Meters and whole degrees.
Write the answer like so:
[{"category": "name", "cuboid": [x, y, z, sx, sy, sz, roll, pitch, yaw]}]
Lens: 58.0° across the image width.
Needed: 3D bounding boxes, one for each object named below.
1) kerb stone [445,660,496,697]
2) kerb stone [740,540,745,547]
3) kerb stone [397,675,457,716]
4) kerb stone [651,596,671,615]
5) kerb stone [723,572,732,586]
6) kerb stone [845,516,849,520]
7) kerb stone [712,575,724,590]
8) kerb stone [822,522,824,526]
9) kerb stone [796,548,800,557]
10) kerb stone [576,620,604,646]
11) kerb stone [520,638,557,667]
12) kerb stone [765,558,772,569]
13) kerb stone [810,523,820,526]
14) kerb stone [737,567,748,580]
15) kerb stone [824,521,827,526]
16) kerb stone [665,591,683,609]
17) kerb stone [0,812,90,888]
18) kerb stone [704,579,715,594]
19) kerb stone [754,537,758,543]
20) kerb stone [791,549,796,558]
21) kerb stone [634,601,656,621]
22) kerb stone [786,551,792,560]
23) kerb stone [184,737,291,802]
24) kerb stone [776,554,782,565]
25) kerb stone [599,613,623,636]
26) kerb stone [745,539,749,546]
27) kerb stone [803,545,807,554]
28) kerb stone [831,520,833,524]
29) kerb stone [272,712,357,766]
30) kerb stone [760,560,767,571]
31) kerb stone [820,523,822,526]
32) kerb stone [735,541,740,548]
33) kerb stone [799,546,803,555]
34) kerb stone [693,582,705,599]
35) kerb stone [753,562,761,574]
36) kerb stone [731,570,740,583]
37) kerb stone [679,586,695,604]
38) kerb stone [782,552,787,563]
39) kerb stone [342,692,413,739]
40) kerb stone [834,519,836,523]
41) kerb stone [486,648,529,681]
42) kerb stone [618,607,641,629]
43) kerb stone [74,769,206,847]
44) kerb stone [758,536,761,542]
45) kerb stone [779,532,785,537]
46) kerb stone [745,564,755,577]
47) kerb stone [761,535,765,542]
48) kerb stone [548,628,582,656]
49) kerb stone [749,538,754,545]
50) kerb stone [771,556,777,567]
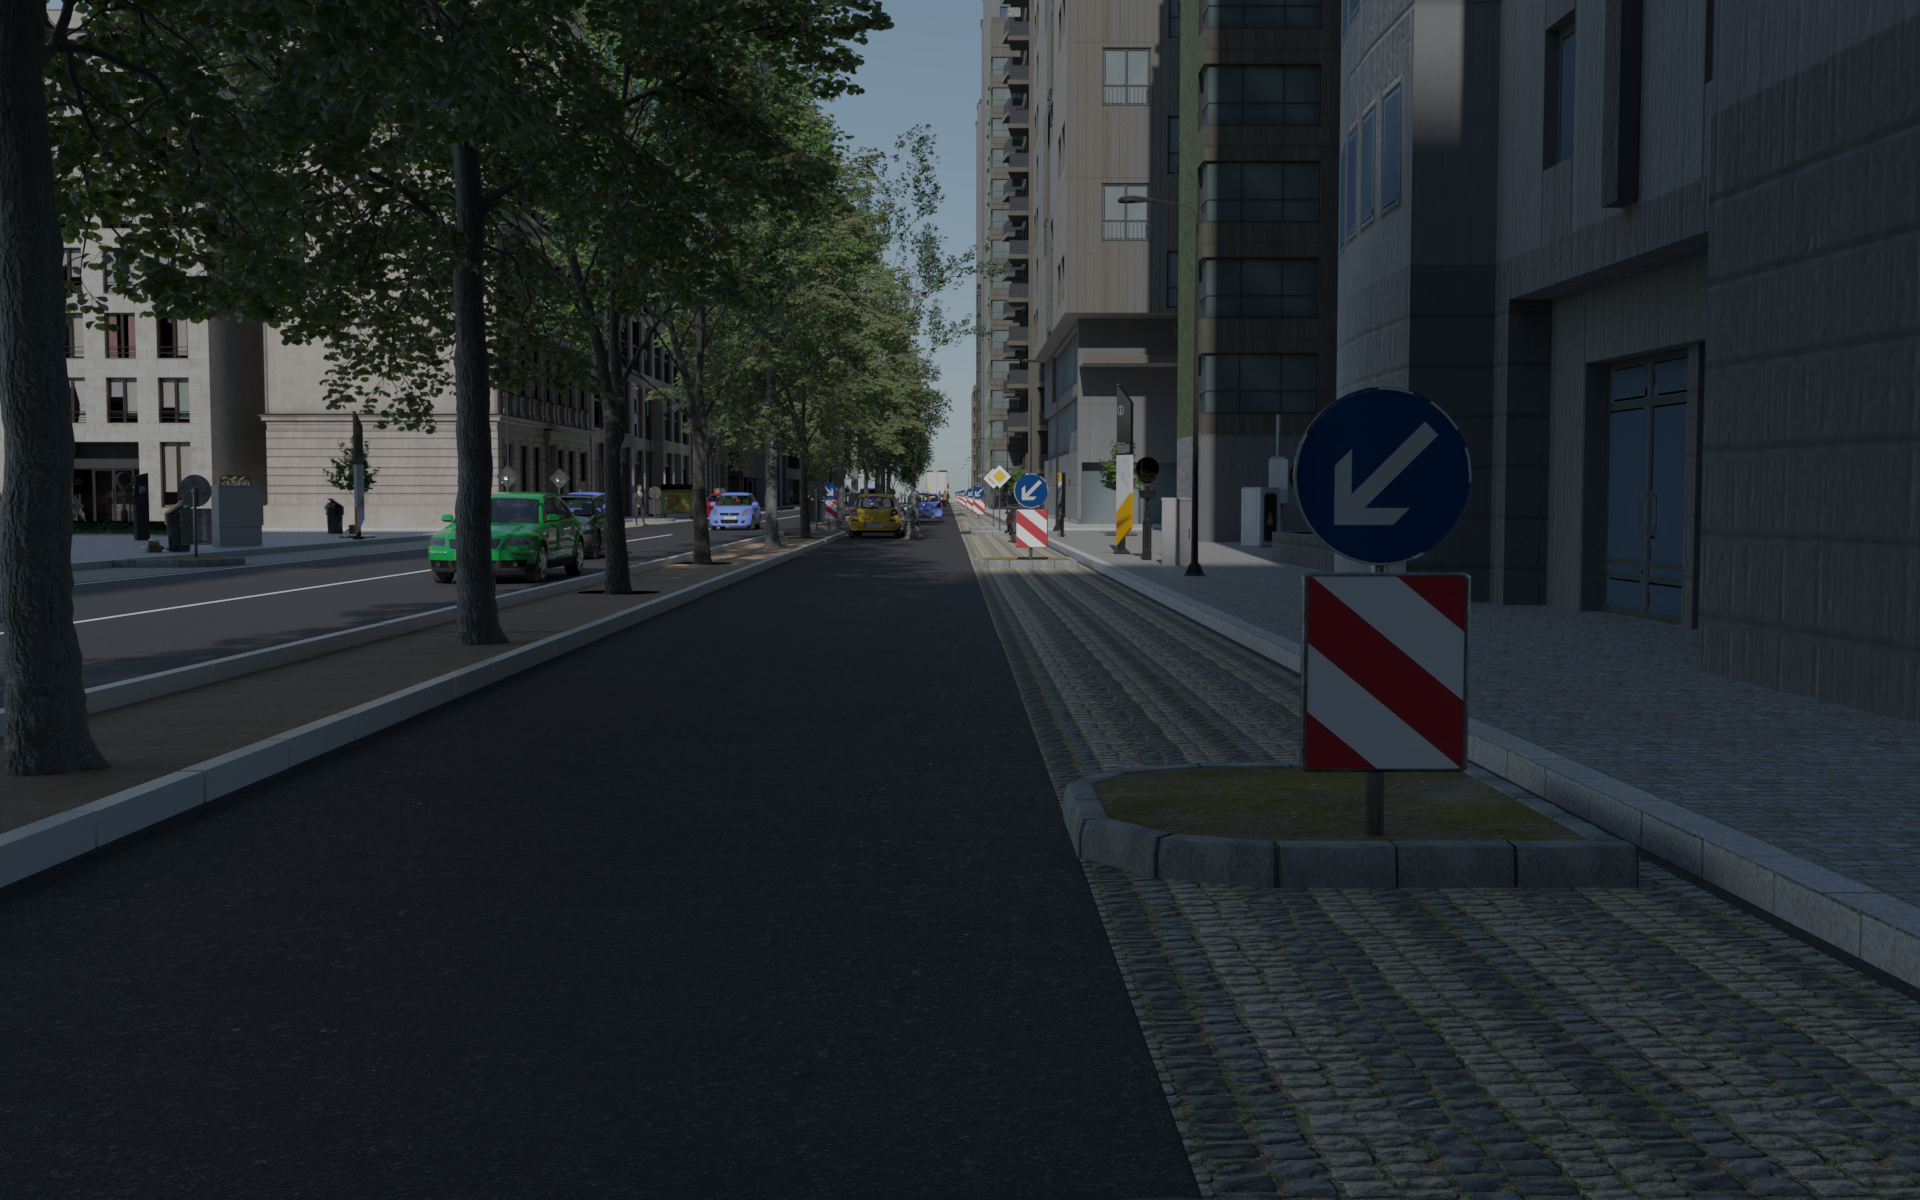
[{"category": "kerb stone", "cuboid": [-3.605, 0.584, 12.663, 0.120, 0.150, 1.000, 0, 4, 0]}, {"category": "kerb stone", "cuboid": [-5.953, -1.480, 46.429, 0.120, 0.150, 1.000, 0, 4, 0]}, {"category": "kerb stone", "cuboid": [-3.598, 0.646, 11.634, 0.120, 0.150, 1.000, 0, 4, 0]}, {"category": "kerb stone", "cuboid": [-3.658, 0.081, 20.874, 0.120, 0.150, 1.000, 0, 4, 0]}, {"category": "kerb stone", "cuboid": [-3.712, -0.295, 27.012, 0.120, 0.150, 1.000, 0, 4, 0]}, {"category": "kerb stone", "cuboid": [-6.339, -4.714, 99.267, 0.120, 0.150, 1.000, 0, 4, 0]}, {"category": "kerb stone", "cuboid": [-3.698, -0.232, 25.990, 0.120, 0.150, 1.000, 0, 4, 0]}, {"category": "kerb stone", "cuboid": [-6.168, -3.271, 75.671, 0.120, 0.150, 1.000, 0, 4, 0]}, {"category": "kerb stone", "cuboid": [-3.801, -1.040, 39.319, 0.120, 0.150, 1.000, 0, 4, 0]}, {"category": "kerb stone", "cuboid": [-3.629, 0.332, 16.765, 0.120, 0.150, 1.000, 0, 4, 0]}, {"category": "kerb stone", "cuboid": [-3.622, 0.457, 14.716, 0.120, 0.150, 1.000, 0, 4, 0]}, {"category": "kerb stone", "cuboid": [-3.752, -0.668, 33.155, 0.120, 0.150, 1.000, 0, 4, 0]}, {"category": "kerb stone", "cuboid": [-6.157, -3.145, 73.624, 0.120, 0.150, 1.000, 0, 4, 0]}, {"category": "kerb stone", "cuboid": [-3.723, -0.420, 29.062, 0.120, 0.150, 1.000, 0, 4, 0]}, {"category": "kerb stone", "cuboid": [-6.185, -3.397, 77.729, 0.120, 0.150, 1.000, 0, 4, 0]}, {"category": "kerb stone", "cuboid": [-3.670, 0.018, 21.896, 0.120, 0.150, 1.000, 0, 4, 0]}, {"category": "kerb stone", "cuboid": [-3.555, 0.960, 6.501, 0.120, 0.150, 1.000, 0, 4, 0]}, {"category": "kerb stone", "cuboid": [-3.699, -0.169, 24.965, 0.120, 0.150, 1.000, 0, 4, 0]}, {"category": "kerb stone", "cuboid": [-5.976, -1.671, 49.510, 0.120, 0.150, 1.000, 0, 4, 0]}, {"category": "kerb stone", "cuboid": [-3.786, -0.984, 38.291, 0.120, 0.150, 1.000, 0, 4, 0]}, {"category": "kerb stone", "cuboid": [-3.655, 0.144, 19.845, 0.120, 0.150, 1.000, 0, 4, 0]}, {"category": "kerb stone", "cuboid": [-3.781, -0.917, 37.264, 0.120, 0.150, 1.000, 0, 4, 0]}, {"category": "kerb stone", "cuboid": [-3.568, 0.834, 8.552, 0.120, 0.150, 1.000, 0, 4, 0]}, {"category": "kerb stone", "cuboid": [-3.770, -0.796, 35.203, 0.120, 0.150, 1.000, 0, 4, 0]}, {"category": "kerb stone", "cuboid": [-3.644, 0.273, 17.790, 0.120, 0.150, 1.000, 0, 4, 0]}, {"category": "kerb stone", "cuboid": [-5.967, -1.545, 47.456, 0.120, 0.150, 1.000, 0, 4, 0]}, {"category": "kerb stone", "cuboid": [-3.814, -1.172, 41.363, 0.120, 0.150, 1.000, 0, 4, 0]}, {"category": "kerb stone", "cuboid": [-6.214, -3.642, 81.848, 0.120, 0.150, 1.000, 0, 4, 0]}, {"category": "kerb stone", "cuboid": [-3.580, 0.772, 9.580, 0.120, 0.150, 1.000, 0, 4, 0]}, {"category": "kerb stone", "cuboid": [-3.741, -0.605, 32.132, 0.120, 0.150, 1.000, 0, 4, 0]}, {"category": "kerb stone", "cuboid": [-6.164, -3.208, 74.649, 0.120, 0.150, 1.000, 0, 4, 0]}, {"category": "kerb stone", "cuboid": [-5.945, -1.417, 45.407, 0.120, 0.150, 1.000, 0, 4, 0]}, {"category": "kerb stone", "cuboid": [-3.810, -1.110, 40.341, 0.120, 0.150, 1.000, 0, 4, 0]}, {"category": "kerb stone", "cuboid": [-3.685, -0.107, 23.942, 0.120, 0.150, 1.000, 0, 4, 0]}, {"category": "kerb stone", "cuboid": [-3.743, -0.545, 31.110, 0.120, 0.150, 1.000, 0, 4, 0]}, {"category": "kerb stone", "cuboid": [-3.721, -0.354, 28.035, 0.120, 0.150, 1.000, 0, 4, 0]}, {"category": "kerb stone", "cuboid": [-3.676, -0.044, 22.919, 0.120, 0.150, 1.000, 0, 4, 0]}, {"category": "kerb stone", "cuboid": [-3.773, -0.859, 36.235, 0.120, 0.150, 1.000, 0, 4, 0]}, {"category": "kerb stone", "cuboid": [-3.586, 0.708, 10.612, 0.120, 0.150, 1.000, 0, 4, 0]}, {"category": "kerb stone", "cuboid": [-6.228, -3.767, 83.900, 0.120, 0.150, 1.000, 0, 4, 0]}, {"category": "kerb stone", "cuboid": [-3.613, 0.520, 13.693, 0.120, 0.150, 1.000, 0, 4, 0]}, {"category": "kerb stone", "cuboid": [-3.646, 0.207, 18.812, 0.120, 0.150, 1.000, 0, 4, 0]}, {"category": "kerb stone", "cuboid": [-3.565, 0.900, 7.530, 0.120, 0.150, 1.000, 0, 4, 0]}, {"category": "kerb stone", "cuboid": [-5.988, -1.734, 50.542, 0.120, 0.150, 1.000, 0, 4, 0]}, {"category": "kerb stone", "cuboid": [-6.045, -2.236, 58.752, 0.120, 0.150, 1.000, 0, 4, 0]}, {"category": "kerb stone", "cuboid": [-3.729, -0.482, 30.084, 0.120, 0.150, 1.000, 0, 4, 0]}, {"category": "kerb stone", "cuboid": [-5.991, -1.793, 51.569, 0.120, 0.150, 1.000, 0, 4, 0]}, {"category": "kerb stone", "cuboid": [-3.626, 0.395, 15.743, 0.120, 0.150, 1.000, 0, 4, 0]}, {"category": "kerb stone", "cuboid": [-5.967, -1.608, 48.483, 0.120, 0.150, 1.000, 0, 4, 0]}, {"category": "kerb stone", "cuboid": [-3.762, -0.733, 34.177, 0.120, 0.150, 1.000, 0, 4, 0]}]
